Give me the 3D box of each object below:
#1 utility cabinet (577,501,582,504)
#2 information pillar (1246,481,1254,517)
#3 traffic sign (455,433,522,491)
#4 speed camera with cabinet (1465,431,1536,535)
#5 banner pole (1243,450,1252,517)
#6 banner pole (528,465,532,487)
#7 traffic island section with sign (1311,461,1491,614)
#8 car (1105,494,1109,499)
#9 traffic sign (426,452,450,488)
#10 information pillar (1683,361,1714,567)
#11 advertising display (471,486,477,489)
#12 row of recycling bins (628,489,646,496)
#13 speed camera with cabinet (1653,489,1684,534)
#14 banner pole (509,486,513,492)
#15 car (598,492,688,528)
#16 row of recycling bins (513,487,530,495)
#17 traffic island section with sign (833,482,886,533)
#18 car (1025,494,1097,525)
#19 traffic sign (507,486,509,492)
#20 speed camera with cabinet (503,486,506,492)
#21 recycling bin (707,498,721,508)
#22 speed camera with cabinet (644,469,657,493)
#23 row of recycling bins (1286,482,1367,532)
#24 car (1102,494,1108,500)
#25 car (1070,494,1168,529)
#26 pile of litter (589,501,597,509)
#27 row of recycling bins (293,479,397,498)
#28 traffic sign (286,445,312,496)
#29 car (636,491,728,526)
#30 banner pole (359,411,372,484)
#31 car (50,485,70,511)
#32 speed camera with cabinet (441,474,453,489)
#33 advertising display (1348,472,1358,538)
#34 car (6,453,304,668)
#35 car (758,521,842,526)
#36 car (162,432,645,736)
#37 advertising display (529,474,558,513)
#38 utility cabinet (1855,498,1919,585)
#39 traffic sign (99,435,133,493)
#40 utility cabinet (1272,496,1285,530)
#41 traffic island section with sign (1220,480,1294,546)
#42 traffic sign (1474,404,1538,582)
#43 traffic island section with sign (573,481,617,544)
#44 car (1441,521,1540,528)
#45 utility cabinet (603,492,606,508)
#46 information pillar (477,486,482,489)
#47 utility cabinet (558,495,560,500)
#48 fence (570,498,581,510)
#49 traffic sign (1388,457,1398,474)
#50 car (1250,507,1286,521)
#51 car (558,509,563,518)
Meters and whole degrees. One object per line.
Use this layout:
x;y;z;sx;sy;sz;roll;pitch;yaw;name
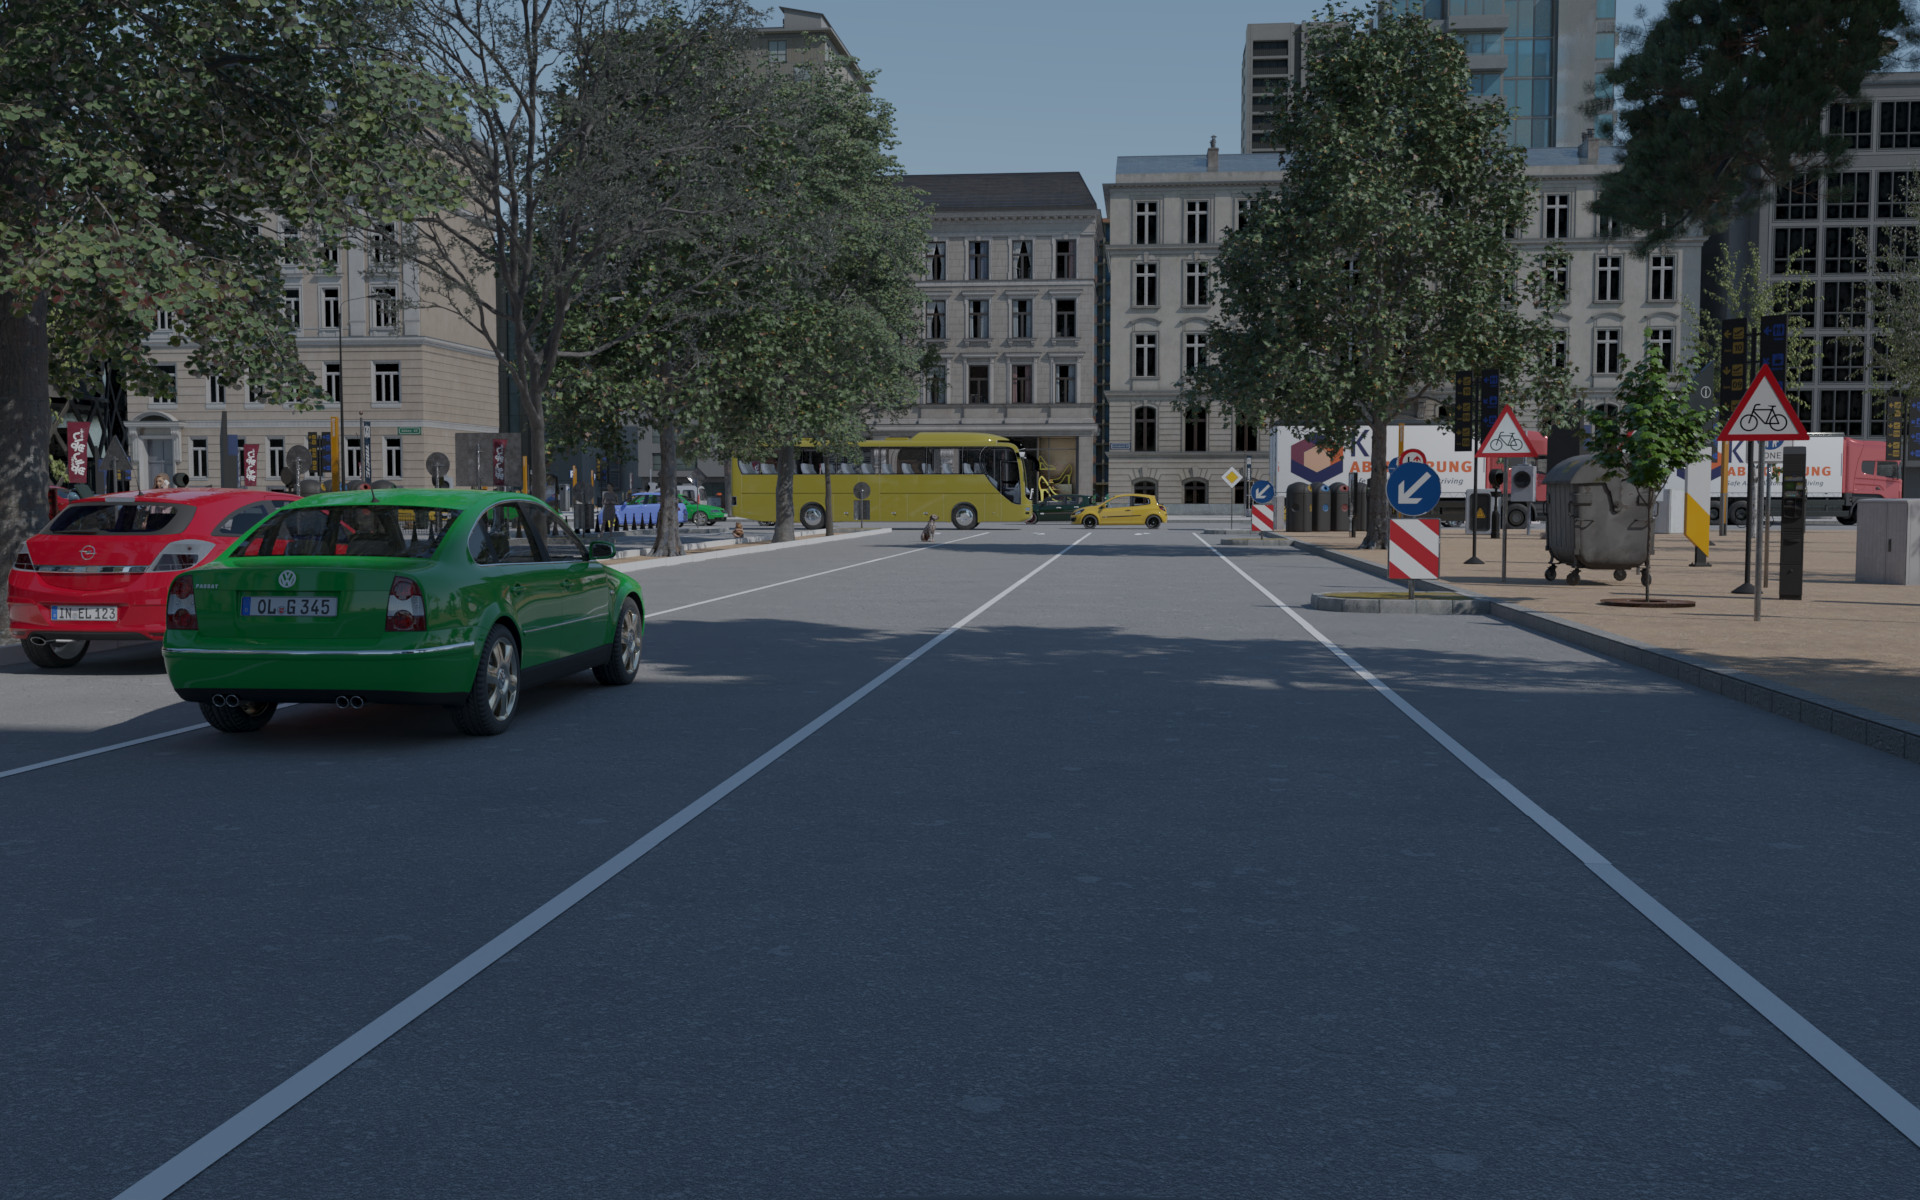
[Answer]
-31.602;-8.321;144.728;1.173;1.500;0.318;0;4;-4;utility cabinet
16.091;-5.610;96.222;0.304;2.012;0.304;-2;4;-28;information pillar
-15.635;-3.885;57.400;2.265;3.308;0.079;0;4;7;traffic sign
16.929;-3.662;54.216;2.038;3.252;0.660;2;4;27;speed camera with cabinet
16.458;-6.680;99.242;0.401;3.779;0.863;3;5;45;banner pole
-37.051;-9.765;149.676;0.863;3.779;0.401;0;4;4;banner pole
5.452;-0.799;21.692;1.989;1.847;2.006;0;4;6;traffic island section with sign
15.365;-10.026;172.728;1.959;1.807;4.718;0;4;7;car
-15.818;-3.202;52.459;0.768;2.556;0.104;0;4;7;traffic sign
12.994;-2.392;30.457;0.504;3.616;0.183;-1;4;-15;information pillar
-27.868;-5.806;100.142;0.123;1.923;0.974;2;4;28;advertising display
-27.722;-8.664;148.776;1.069;1.692;3.534;-2;4;-27;row of recycling bins
22.443;-3.733;55.379;2.038;3.252;0.660;-3;4;-37;speed camera with cabinet
-38.768;-9.755;149.511;0.863;3.779;0.401;3;5;43;banner pole
-13.118;-3.784;71.457;3.694;1.707;1.945;0;4;5;car
-38.404;-9.064;155.315;3.534;1.692;1.069;0;4;-6;row of recycling bins
-3.755;-3.441;64.390;2.006;1.907;1.989;0;4;6;traffic island section with sign
4.582;-4.389;81.548;4.222;1.686;2.009;0;4;7;car
-15.100;-3.537;57.828;0.884;2.594;0.081;1;4;13;traffic sign
-33.959;-8.014;125.366;2.038;3.252;0.660;0;4;1;speed camera with cabinet
-16.863;-6.497;118.772;0.722;1.027;0.722;-2;4;-30;recycling bin
-24.606;-8.778;137.861;0.660;3.252;2.038;0;4;4;speed camera with cabinet
12.535;-3.174;59.009;3.534;1.692;1.069;-2;4;-31;row of recycling bins
15.943;-10.385;181.803;2.014;1.417;4.499;0;4;6;car
6.531;-3.726;71.139;3.980;1.641;2.015;0;4;4;car
-32.235;-8.436;151.888;1.176;0.858;1.719;0;4;6;pile of litter
-17.447;-2.574;49.190;1.069;1.692;3.534;2;4;27;row of recycling bins
-17.134;-2.738;44.872;0.768;2.556;0.104;1;4;15;traffic sign
-12.859;-4.245;78.203;4.718;1.807;1.959;0;4;7;car
-18.001;-3.819;52.456;0.401;3.779;0.863;0;4;6;banner pole
-37.345;-3.808;70.939;5.304;1.827;2.281;0;4;6;car
-27.644;-5.896;90.742;2.038;3.252;0.660;0;4;-4;speed camera with cabinet
11.618;-2.814;51.230;0.123;1.923;0.974;0;4;4;advertising display
-6.519;-0.402;15.620;2.155;1.783;4.494;0;4;8;car
-7.240;-4.114;77.487;3.980;1.641;2.015;0;4;6;car
-3.467;-0.178;11.705;1.959;1.807;4.718;0;4;6;car
-13.270;-3.059;55.234;0.974;1.923;0.123;1;4;19;advertising display
13.293;-0.834;24.794;0.306;1.237;1.020;-1;4;-11;utility cabinet
-18.733;-2.350;38.434;0.884;2.594;0.081;1;4;13;traffic sign
11.536;-3.165;62.902;0.306;1.237;1.020;0;4;0;utility cabinet
8.393;-2.467;48.964;1.989;1.847;2.006;0;4;6;traffic island section with sign
7.923;-1.539;25.164;0.884;2.594;0.081;1;4;14;traffic sign
-11.063;-2.548;50.280;1.989;1.847;2.006;0;4;6;traffic island section with sign
22.534;-3.812;74.689;4.827;1.381;2.083;0;4;5;car
-30.361;-8.599;149.266;0.318;1.500;1.173;-3;5;-41;utility cabinet
-25.443;-5.352;91.992;0.304;2.012;0.304;1;4;11;information pillar
-33.875;-8.301;146.887;0.306;1.237;1.020;-3;5;-42;utility cabinet
-30.447;-7.562;134.836;0.480;1.192;2.264;3;5;44;fence
14.947;-3.600;58.968;0.768;2.556;0.104;1;4;11;traffic sign
15.823;-4.411;82.346;3.980;1.641;2.015;0;4;8;car
-19.827;-4.119;76.147;4.718;1.807;1.959;0;4;5;car
